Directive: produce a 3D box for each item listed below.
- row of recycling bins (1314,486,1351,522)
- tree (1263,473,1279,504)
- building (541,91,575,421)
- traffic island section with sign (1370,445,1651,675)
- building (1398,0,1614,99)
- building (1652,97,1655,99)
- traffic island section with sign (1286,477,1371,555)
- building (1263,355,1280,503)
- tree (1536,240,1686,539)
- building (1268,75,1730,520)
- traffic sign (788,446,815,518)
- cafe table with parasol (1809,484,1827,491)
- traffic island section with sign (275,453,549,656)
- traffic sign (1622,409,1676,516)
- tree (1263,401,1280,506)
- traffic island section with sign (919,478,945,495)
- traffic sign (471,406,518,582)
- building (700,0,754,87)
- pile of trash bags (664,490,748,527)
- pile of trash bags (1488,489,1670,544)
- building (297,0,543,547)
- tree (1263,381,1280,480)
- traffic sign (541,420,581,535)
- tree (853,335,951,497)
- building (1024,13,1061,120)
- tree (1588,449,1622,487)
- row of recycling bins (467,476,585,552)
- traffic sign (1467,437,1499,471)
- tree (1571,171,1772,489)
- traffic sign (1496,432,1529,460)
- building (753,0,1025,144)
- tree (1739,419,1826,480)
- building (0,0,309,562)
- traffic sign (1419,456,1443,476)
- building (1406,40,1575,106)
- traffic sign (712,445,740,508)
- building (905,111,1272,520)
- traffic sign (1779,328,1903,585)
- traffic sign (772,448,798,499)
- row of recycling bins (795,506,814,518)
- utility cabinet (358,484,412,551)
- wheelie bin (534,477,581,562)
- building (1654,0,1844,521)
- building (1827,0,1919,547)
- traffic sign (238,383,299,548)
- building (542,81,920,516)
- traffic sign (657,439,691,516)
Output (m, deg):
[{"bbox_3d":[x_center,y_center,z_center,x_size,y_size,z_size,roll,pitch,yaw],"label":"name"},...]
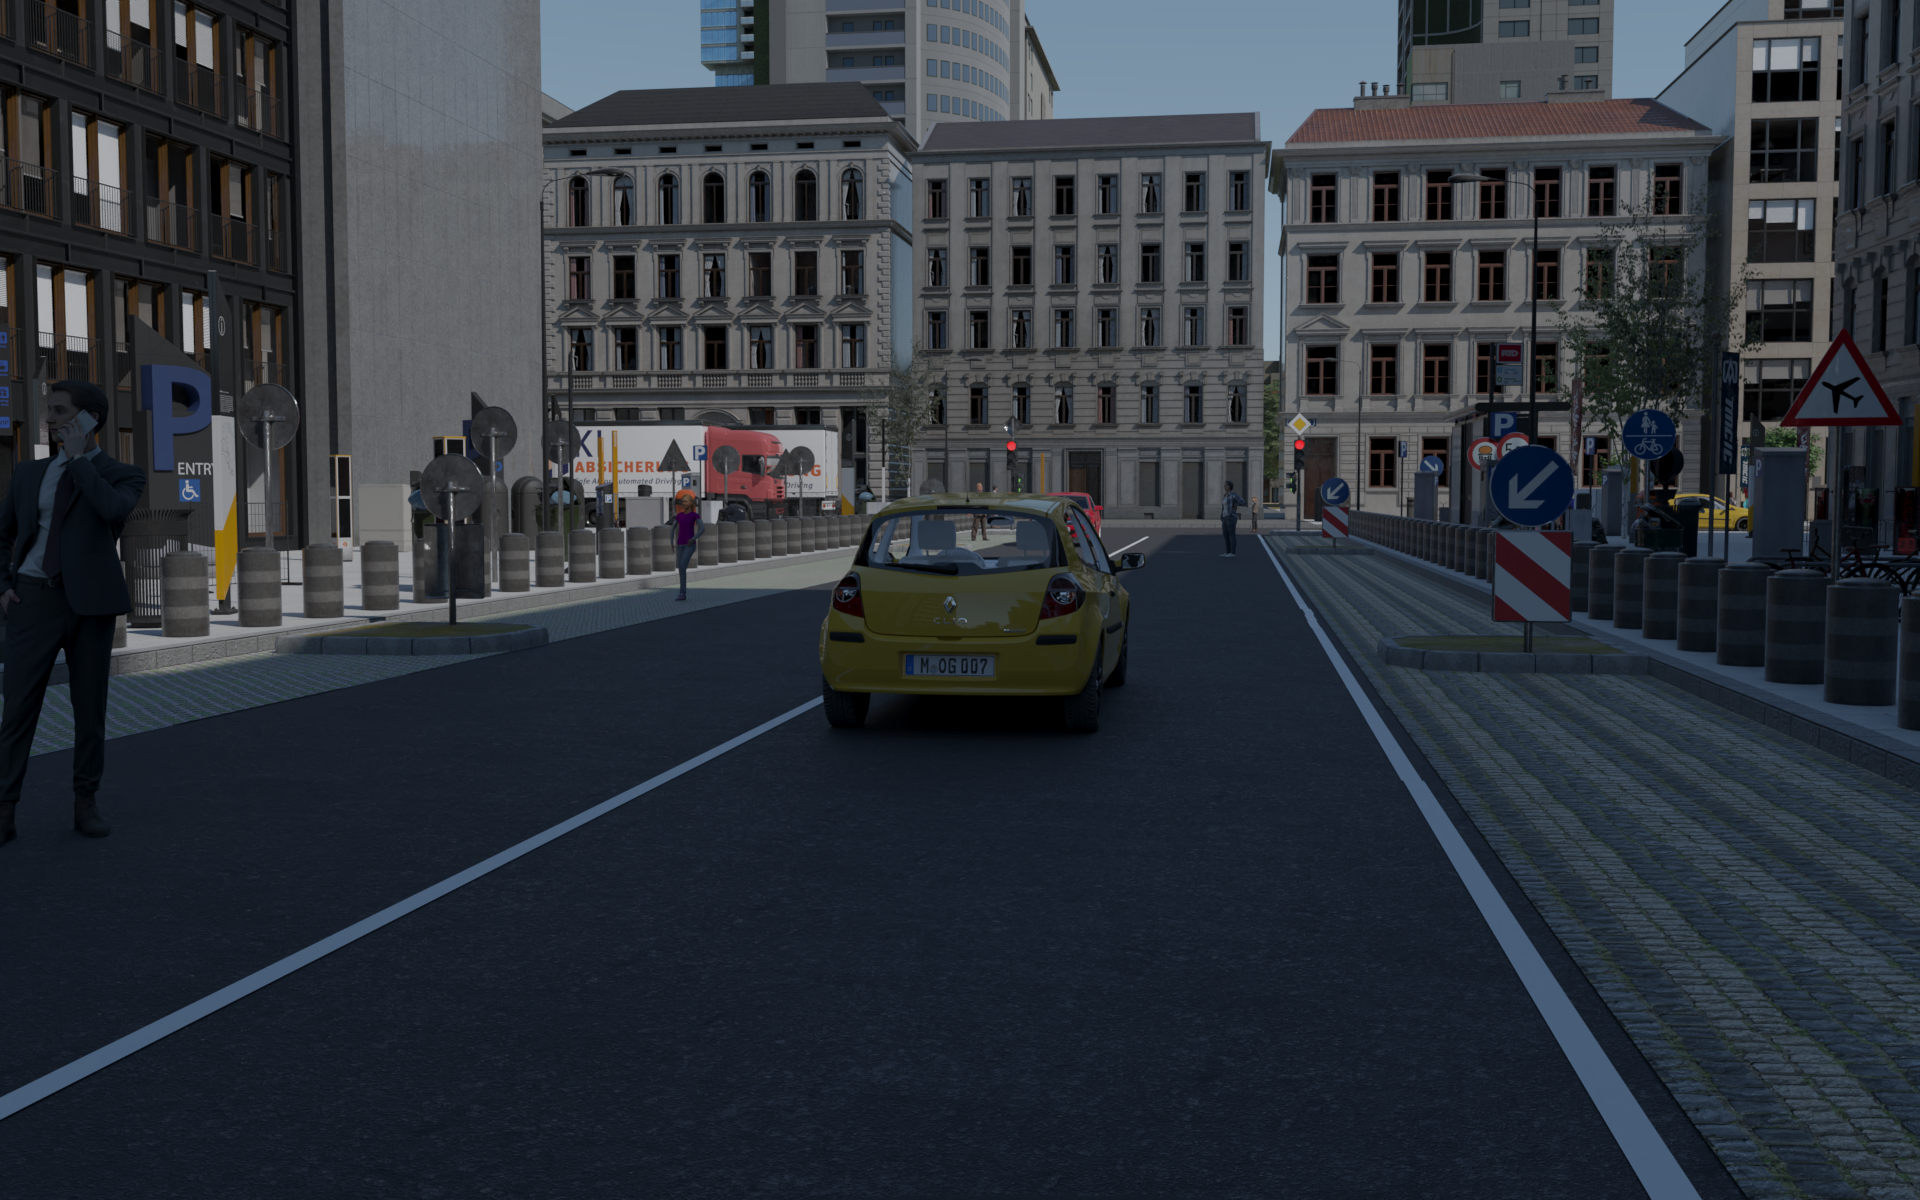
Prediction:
[{"bbox_3d":[17.226,-4.478,80.327,1.069,1.692,3.534,0,4,-4],"label":"row of recycling bins"},{"bbox_3d":[39.191,-16.240,215.892,4.360,8.622,3.978,0,3,0],"label":"tree"},{"bbox_3d":[-44.610,-19.947,102.543,44.131,29.872,17.030,1,4,9],"label":"building"},{"bbox_3d":[4.610,-0.372,14.706,1.989,1.847,2.006,1,4,9],"label":"traffic island section with sign"},{"bbox_3d":[53.607,-45.173,176.830,20.563,71.187,20.611,1,4,9],"label":"building"},{"bbox_3d":[77.209,-33.137,191.903,14.200,45.320,14.600,1,4,9],"label":"building"},{"bbox_3d":[8.844,-2.013,41.545,1.989,1.847,2.006,1,4,9],"label":"traffic island section with sign"},{"bbox_3d":[48.984,-25.116,255.692,28.899,21.520,27.650,1,4,9],"label":"building"},{"bbox_3d":[18.850,-6.061,49.458,4.737,8.622,4.395,0,3,0],"label":"tree"},{"bbox_3d":[26.591,-15.466,89.030,21.152,22.565,11.583,1,4,9],"label":"building"},{"bbox_3d":[-4.212,-2.797,45.844,0.768,2.556,0.104,1,4,15],"label":"traffic sign"},{"bbox_3d":[39.898,-4.510,78.597,2.610,1.966,2.610,-2,4,-31],"label":"cafe table with parasol"},{"bbox_3d":[-4.988,-0.465,16.233,1.989,1.847,2.006,1,4,9],"label":"traffic island section with sign"},{"bbox_3d":[10.288,-1.580,25.938,0.768,2.556,0.104,1,4,13],"label":"traffic sign"},{"bbox_3d":[34.093,-16.015,183.908,6.751,12.117,7.091,0,3,0],"label":"tree"},{"bbox_3d":[-0.724,-2.118,43.251,1.989,1.847,2.006,1,4,9],"label":"traffic island section with sign"},{"bbox_3d":[-6.756,-1.528,25.084,0.768,2.556,0.104,1,4,17],"label":"traffic sign"},{"bbox_3d":[-26.002,-58.074,262.183,31.000,86.520,22.319,1,4,9],"label":"building"},{"bbox_3d":[-5.420,-1.623,36.281,1.912,1.369,3.447,0,4,3],"label":"pile of trash bags"},{"bbox_3d":[11.897,-1.439,33.277,3.447,1.369,1.912,0,4,-4],"label":"pile of trash bags"},{"bbox_3d":[-23.557,-14.108,48.689,19.932,24.808,12.078,1,4,9],"label":"building"},{"bbox_3d":[28.855,-14.270,151.440,7.486,12.596,7.792,0,3,0],"label":"tree"},{"bbox_3d":[-6.834,-1.806,29.627,0.768,2.556,0.104,1,4,17],"label":"traffic sign"},{"bbox_3d":[-2.597,-7.886,79.306,4.360,8.622,3.978,0,3,0],"label":"tree"},{"bbox_3d":[-3.698,-37.212,197.661,27.495,52.752,28.713,1,4,9],"label":"building"},{"bbox_3d":[27.944,-4.848,73.864,1.663,3.219,1.824,0,3,0],"label":"tree"},{"bbox_3d":[-10.196,-1.968,39.296,3.534,1.692,1.069,-3,4,-37],"label":"row of recycling bins"},{"bbox_3d":[11.760,-2.369,38.834,0.768,2.556,0.104,1,4,17],"label":"traffic sign"},{"bbox_3d":[16.452,-5.511,40.461,4.360,8.622,3.978,0,3,0],"label":"tree"},{"bbox_3d":[11.457,-2.181,35.763,0.768,2.556,0.104,1,4,17],"label":"traffic sign"},{"bbox_3d":[-6.004,-38.052,164.151,21.231,58.520,28.212,1,4,9],"label":"building"},{"bbox_3d":[35.007,-5.508,73.772,4.285,4.588,4.351,0,3,0],"label":"tree"},{"bbox_3d":[-22.176,-12.376,32.028,12.332,23.373,15.834,1,4,9],"label":"building"},{"bbox_3d":[15.627,-3.509,57.482,0.768,2.556,0.104,1,4,16],"label":"traffic sign"},{"bbox_3d":[48.229,-29.189,160.838,14.154,41.232,14.086,1,4,9],"label":"building"},{"bbox_3d":[-6.099,-2.753,45.114,0.768,2.556,0.104,1,4,9],"label":"traffic sign"},{"bbox_3d":[6.992,-14.811,91.313,18.267,20.994,9.793,1,4,9],"label":"building"},{"bbox_3d":[6.930,-0.836,13.677,0.884,2.594,0.081,1,4,14],"label":"traffic sign"},{"bbox_3d":[-4.950,-3.011,49.241,0.884,2.594,0.081,1,4,18],"label":"traffic sign"},{"bbox_3d":[-8.649,-4.668,83.434,3.534,1.692,1.069,1,4,19],"label":"row of recycling bins"},{"bbox_3d":[-12.727,-1.816,38.367,1.173,1.500,0.318,1,4,19],"label":"utility cabinet"},{"bbox_3d":[-7.610,-1.520,32.764,0.980,1.594,0.693,2,4,34],"label":"wheelie bin"},{"bbox_3d":[54.478,-17.341,88.047,34.151,26.468,19.350,1,4,9],"label":"building"},{"bbox_3d":[26.708,-11.488,36.975,9.793,20.994,18.267,1,4,9],"label":"building"},{"bbox_3d":[-7.951,-1.211,19.906,0.768,2.556,0.104,1,4,10],"label":"traffic sign"},{"bbox_3d":[-12.067,-16.277,95.000,19.941,23.489,11.050,1,4,9],"label":"building"},{"bbox_3d":[-6.722,-2.488,40.681,0.884,2.594,0.081,1,4,18],"label":"traffic sign"}]
